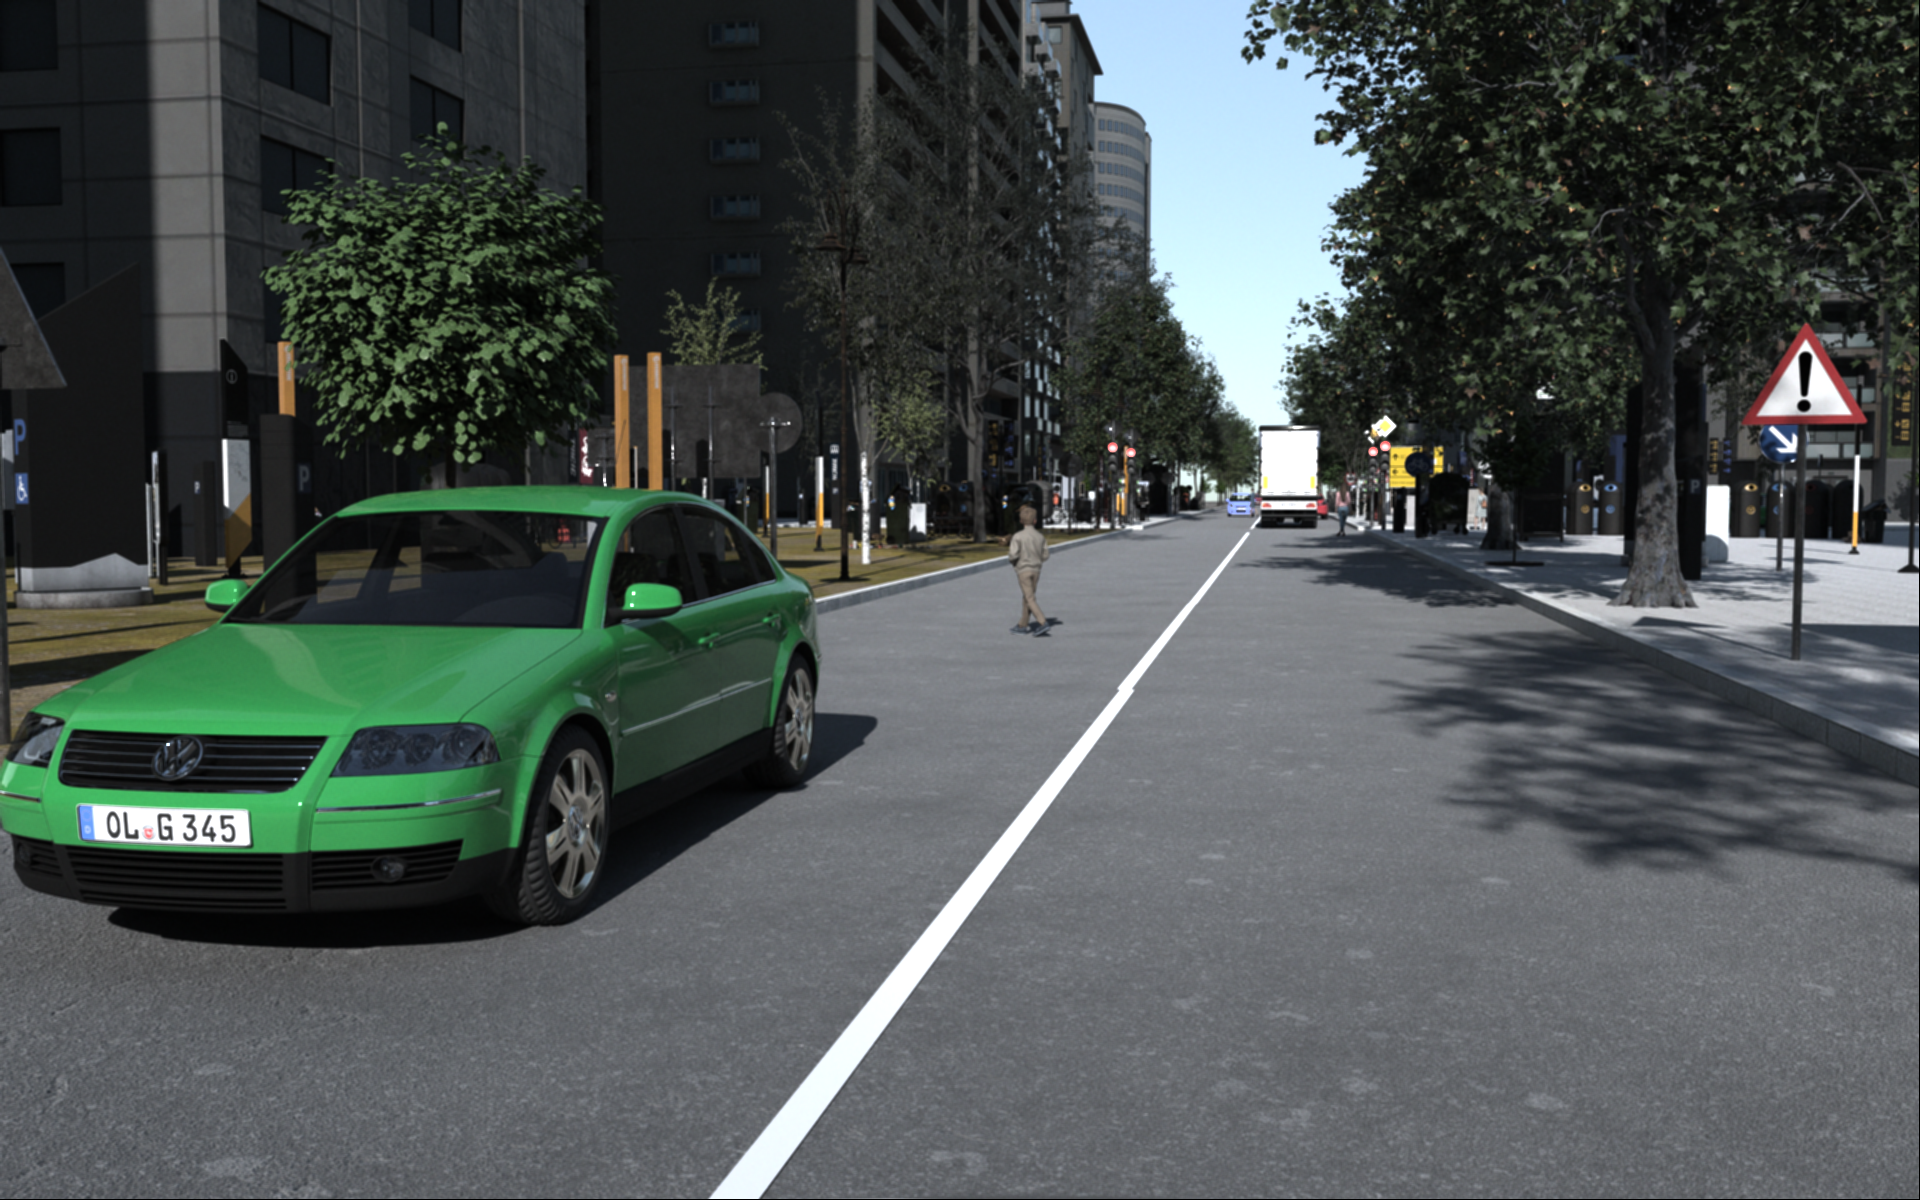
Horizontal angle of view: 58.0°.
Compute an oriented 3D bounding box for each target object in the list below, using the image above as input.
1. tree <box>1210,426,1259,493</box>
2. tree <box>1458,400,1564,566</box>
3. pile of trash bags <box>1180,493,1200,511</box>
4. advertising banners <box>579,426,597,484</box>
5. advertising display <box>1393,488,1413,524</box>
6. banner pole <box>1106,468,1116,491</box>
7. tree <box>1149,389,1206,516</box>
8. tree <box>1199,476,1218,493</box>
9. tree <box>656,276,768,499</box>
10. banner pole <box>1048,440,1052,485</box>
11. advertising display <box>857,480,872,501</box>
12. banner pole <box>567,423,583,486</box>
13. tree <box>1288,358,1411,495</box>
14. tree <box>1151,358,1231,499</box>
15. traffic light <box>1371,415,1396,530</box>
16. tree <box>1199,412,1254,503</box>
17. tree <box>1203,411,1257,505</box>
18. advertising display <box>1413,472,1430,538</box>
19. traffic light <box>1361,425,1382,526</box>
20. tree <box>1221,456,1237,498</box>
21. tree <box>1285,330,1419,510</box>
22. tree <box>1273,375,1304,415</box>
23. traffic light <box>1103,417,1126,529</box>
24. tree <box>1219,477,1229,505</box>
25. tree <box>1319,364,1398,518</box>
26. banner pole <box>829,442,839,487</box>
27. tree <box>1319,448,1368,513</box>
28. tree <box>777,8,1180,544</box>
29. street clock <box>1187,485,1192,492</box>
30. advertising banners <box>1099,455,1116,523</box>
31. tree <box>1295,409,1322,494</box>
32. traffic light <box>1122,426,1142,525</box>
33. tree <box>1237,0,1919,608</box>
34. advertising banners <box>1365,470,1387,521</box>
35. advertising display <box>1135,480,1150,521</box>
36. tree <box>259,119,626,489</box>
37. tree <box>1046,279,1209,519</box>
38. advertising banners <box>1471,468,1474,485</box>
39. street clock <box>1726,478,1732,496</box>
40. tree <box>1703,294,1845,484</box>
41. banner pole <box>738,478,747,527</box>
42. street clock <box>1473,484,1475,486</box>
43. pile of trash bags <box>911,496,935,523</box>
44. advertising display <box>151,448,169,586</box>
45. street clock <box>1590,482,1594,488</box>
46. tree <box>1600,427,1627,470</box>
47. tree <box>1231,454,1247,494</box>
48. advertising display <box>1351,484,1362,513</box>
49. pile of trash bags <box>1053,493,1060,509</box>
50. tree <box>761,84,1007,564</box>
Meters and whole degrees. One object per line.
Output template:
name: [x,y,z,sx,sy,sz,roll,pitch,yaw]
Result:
tree: [46.228,-23.483,290.593,9.857,13.997,8.962,0,3,0]
tree: [10.046,-2.230,31.054,1.663,3.219,1.824,0,3,0]
pile of trash bags: [17.850,-7.742,136.326,1.912,1.369,3.447,0,4,3]
advertising banners: [-10.373,-2.995,45.153,2.074,3.025,0.090,1,4,17]
advertising display: [18.959,-4.202,73.919,0.974,1.923,0.123,-1,4,-13]
banner pole: [12.348,-9.443,144.408,0.401,3.779,0.863,3,5,42]
tree: [12.593,-9.368,103.523,4.360,8.622,3.978,0,3,0]
tree: [23.759,-10.680,169.219,1.663,3.219,1.824,0,3,0]
tree: [-8.699,-6.685,59.661,4.737,8.622,4.395,0,3,0]
banner pole: [4.178,-5.532,80.472,0.401,3.779,0.863,-1,4,-9]
advertising display: [-4.264,-4.429,77.620,0.123,1.923,0.974,2,4,32]
banner pole: [-10.417,-3.488,47.050,0.401,3.779,0.863,1,4,22]
tree: [25.045,-10.851,111.831,8.767,10.594,7.601,1,4,10]
tree: [14.679,-11.259,118.501,7.601,10.594,8.767,1,4,17]
traffic light: [15.078,-4.446,61.610,0.839,4.253,0.868,1,4,10]
tree: [36.885,-19.743,240.931,7.486,12.596,7.792,0,3,0]
tree: [31.675,-17.320,208.942,9.928,11.665,9.643,0,3,0]
advertising display: [13.543,-2.784,50.730,0.123,1.923,0.974,2,4,32]
traffic light: [16.524,-4.926,69.463,0.839,4.253,0.868,1,4,10]
tree: [42.550,-19.755,273.352,4.737,8.622,4.395,0,3,0]
tree: [28.883,-13.503,127.435,9.857,13.997,8.962,0,3,0]
tree: [51.952,-24.161,250.918,12.611,20.169,13.585,0,3,0]
traffic light: [5.622,-4.551,63.328,0.839,4.253,0.868,1,4,10]
tree: [29.470,-12.331,196.208,1.663,3.219,1.824,0,3,0]
tree: [21.244,-8.680,92.286,4.360,8.622,3.978,0,3,0]
banner pole: [-5.178,-5.109,73.545,0.863,3.779,0.401,2,4,24]
tree: [26.261,-8.274,118.998,4.285,4.588,4.351,0,3,0]
tree: [0.370,-8.222,44.798,12.009,13.543,11.850,0,3,0]
street clock: [19.039,-8.527,143.979,0.471,2.002,0.358,3,4,37]
advertising banners: [6.610,-5.020,78.265,0.090,3.025,2.074,1,4,23]
tree: [40.806,-16.537,196.129,9.928,11.665,9.643,0,3,0]
traffic light: [7.068,-5.031,71.181,0.839,4.253,0.868,1,4,10]
tree: [8.027,-6.282,19.724,9.611,12.733,9.660,0,3,0]
advertising banners: [19.870,-5.285,82.604,0.090,3.025,2.074,-1,4,-15]
advertising display: [8.577,-4.660,81.408,0.123,1.923,0.974,3,5,42]
tree: [-4.477,-1.939,15.413,4.285,4.588,4.351,0,3,0]
tree: [9.270,-10.649,91.116,9.611,12.733,9.660,0,3,0]
advertising banners: [35.143,-7.376,116.786,2.074,3.025,0.090,1,4,19]
street clock: [35.023,-4.551,78.984,0.358,2.002,0.471,2,4,24]
tree: [25.481,-6.381,54.698,4.360,8.622,3.978,0,3,0]
banner pole: [-6.103,-3.587,48.664,0.401,3.779,0.863,-2,4,-25]
street clock: [35.845,-7.143,121.361,0.358,2.002,0.471,-3,5,-43]
pile of trash bags: [-1.711,-4.074,76.368,1.912,1.369,3.447,-3,5,-41]
advertising display: [-11.344,-1.184,24.571,0.123,1.923,0.974,-2,4,-30]
street clock: [36.697,-5.893,100.924,0.471,2.002,0.358,-2,4,-30]
tree: [28.528,-5.411,72.191,4.285,4.588,4.351,0,3,0]
tree: [44.470,-20.247,281.405,4.360,8.622,3.978,0,3,0]
advertising display: [26.436,-6.777,116.020,0.974,1.923,0.123,1,4,12]
pile of trash bags: [6.133,-7.754,136.523,3.447,1.369,1.912,0,4,-1]
tree: [-1.584,-4.956,31.396,4.360,8.622,3.978,0,3,0]
